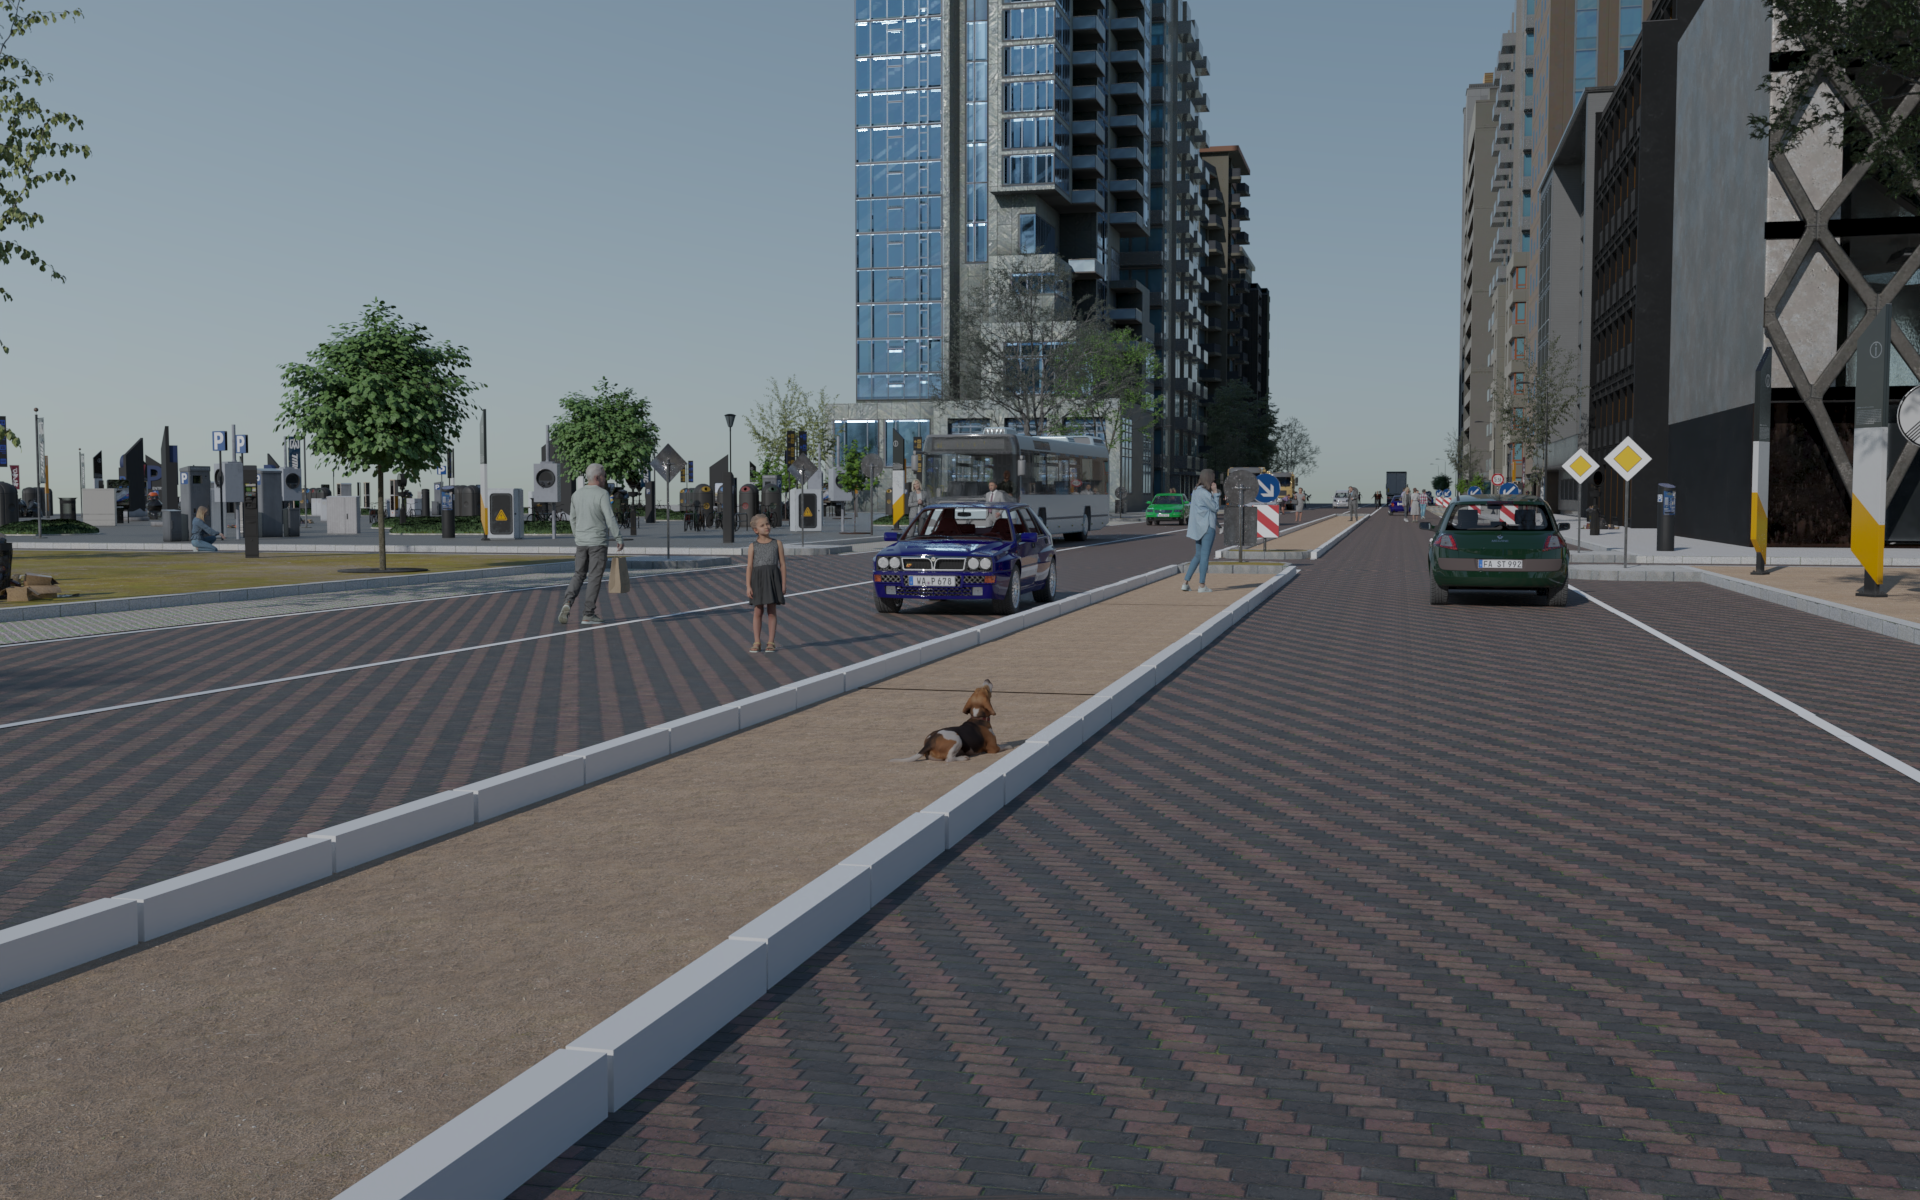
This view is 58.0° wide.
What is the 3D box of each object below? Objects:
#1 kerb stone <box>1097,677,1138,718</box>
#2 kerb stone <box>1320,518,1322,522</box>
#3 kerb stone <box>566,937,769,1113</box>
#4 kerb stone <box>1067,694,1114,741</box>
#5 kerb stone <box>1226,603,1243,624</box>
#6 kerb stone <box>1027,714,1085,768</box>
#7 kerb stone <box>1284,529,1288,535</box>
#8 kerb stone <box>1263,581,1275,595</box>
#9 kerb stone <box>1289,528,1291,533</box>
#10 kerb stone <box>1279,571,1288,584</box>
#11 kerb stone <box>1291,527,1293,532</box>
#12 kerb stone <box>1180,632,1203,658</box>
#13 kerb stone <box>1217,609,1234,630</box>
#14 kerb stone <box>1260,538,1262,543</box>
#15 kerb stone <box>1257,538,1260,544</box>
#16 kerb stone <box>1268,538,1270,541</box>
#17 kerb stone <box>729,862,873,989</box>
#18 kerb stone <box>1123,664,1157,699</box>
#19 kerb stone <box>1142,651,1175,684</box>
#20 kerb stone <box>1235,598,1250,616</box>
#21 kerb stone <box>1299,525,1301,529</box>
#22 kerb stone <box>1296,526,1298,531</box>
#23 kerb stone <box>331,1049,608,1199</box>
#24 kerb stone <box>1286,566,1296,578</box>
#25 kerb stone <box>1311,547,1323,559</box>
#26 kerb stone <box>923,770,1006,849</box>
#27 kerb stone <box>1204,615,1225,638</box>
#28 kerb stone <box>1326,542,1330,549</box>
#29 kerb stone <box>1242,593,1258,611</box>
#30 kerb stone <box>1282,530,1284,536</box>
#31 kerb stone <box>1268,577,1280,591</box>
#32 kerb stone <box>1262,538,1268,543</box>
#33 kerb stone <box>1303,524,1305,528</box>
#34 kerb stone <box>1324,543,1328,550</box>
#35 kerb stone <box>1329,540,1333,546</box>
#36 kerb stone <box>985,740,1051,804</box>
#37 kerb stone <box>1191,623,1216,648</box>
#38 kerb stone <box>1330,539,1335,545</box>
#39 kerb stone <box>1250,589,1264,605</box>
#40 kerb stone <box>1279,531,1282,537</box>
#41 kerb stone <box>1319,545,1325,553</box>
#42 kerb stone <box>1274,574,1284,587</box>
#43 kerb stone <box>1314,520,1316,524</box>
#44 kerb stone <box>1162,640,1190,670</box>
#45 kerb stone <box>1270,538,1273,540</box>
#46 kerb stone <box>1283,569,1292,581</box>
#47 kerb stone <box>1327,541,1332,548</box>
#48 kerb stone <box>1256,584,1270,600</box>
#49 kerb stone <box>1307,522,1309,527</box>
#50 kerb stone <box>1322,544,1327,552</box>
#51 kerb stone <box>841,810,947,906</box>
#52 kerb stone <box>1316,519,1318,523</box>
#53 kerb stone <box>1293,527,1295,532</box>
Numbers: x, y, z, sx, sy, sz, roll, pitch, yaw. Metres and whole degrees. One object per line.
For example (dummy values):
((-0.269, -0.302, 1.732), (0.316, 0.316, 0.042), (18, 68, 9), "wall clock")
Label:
((1.028, 0.656, 11.472), (0.120, 0.150, 1.000), (1, 4, 14), "kerb stone")
((17.752, -3.900, 86.044), (0.120, 0.150, 1.000), (1, 4, 14), "kerb stone")
((-0.737, 1.085, 4.505), (0.120, 0.150, 1.000), (1, 4, 14), "kerb stone")
((0.775, 0.718, 10.480), (0.120, 0.150, 1.000), (1, 4, 14), "kerb stone")
((3.046, 0.169, 19.434), (0.120, 0.150, 1.000), (1, 4, 14), "kerb stone")
((0.522, 0.778, 9.478), (0.120, 0.150, 1.000), (1, 4, 14), "kerb stone")
((11.208, -2.325, 60.208), (0.120, 0.150, 1.000), (1, 4, 14), "kerb stone")
((4.301, -0.135, 24.405), (0.120, 0.150, 1.000), (1, 4, 14), "kerb stone")
((11.707, -2.446, 62.193), (0.120, 0.150, 1.000), (1, 4, 14), "kerb stone")
((5.059, -0.317, 27.385), (0.120, 0.150, 1.000), (1, 4, 14), "kerb stone")
((11.962, -2.508, 63.194), (0.120, 0.150, 1.000), (1, 4, 14), "kerb stone")
((2.031, 0.420, 15.456), (0.120, 0.150, 1.000), (1, 4, 14), "kerb stone")
((2.786, 0.234, 18.435), (0.120, 0.150, 1.000), (1, 4, 14), "kerb stone")
((8.430, -1.655, 49.274), (0.120, 0.150, 1.000), (1, 4, 14), "kerb stone")
((8.188, -1.595, 48.280), (0.120, 0.150, 1.000), (1, 4, 14), "kerb stone")
((9.186, -1.837, 52.250), (0.120, 0.150, 1.000), (1, 4, 14), "kerb stone")
((-0.490, 1.021, 5.497), (0.120, 0.150, 1.000), (1, 4, 14), "kerb stone")
((1.274, 0.600, 12.469), (0.120, 0.150, 1.000), (1, 4, 14), "kerb stone")
((1.532, 0.534, 13.465), (0.120, 0.150, 1.000), (1, 4, 14), "kerb stone")
((3.294, 0.109, 20.437), (0.120, 0.150, 1.000), (1, 4, 14), "kerb stone")
((13.218, -2.811, 68.165), (0.120, 0.150, 1.000), (1, 4, 14), "kerb stone")
((12.715, -2.690, 66.176), (0.120, 0.150, 1.000), (1, 4, 14), "kerb stone")
((-0.991, 1.143, 3.510), (0.120, 0.150, 1.000), (1, 4, 14), "kerb stone")
((5.560, -0.439, 29.374), (0.120, 0.150, 1.000), (1, 4, 14), "kerb stone")
((8.207, -1.077, 39.808), (0.120, 0.150, 1.000), (1, 4, 14), "kerb stone")
((0.019, 0.900, 7.478), (0.120, 0.150, 1.000), (1, 4, 14), "kerb stone")
((2.538, 0.291, 17.439), (0.120, 0.150, 1.000), (1, 4, 14), "kerb stone")
((9.203, -1.317, 43.796), (0.120, 0.150, 1.000), (1, 4, 14), "kerb stone")
((3.551, 0.047, 21.426), (0.120, 0.150, 1.000), (1, 4, 14), "kerb stone")
((10.696, -2.203, 58.218), (0.120, 0.150, 1.000), (1, 4, 14), "kerb stone")
((4.557, -0.196, 25.395), (0.120, 0.150, 1.000), (1, 4, 14), "kerb stone")
((8.935, -1.772, 51.258), (0.120, 0.150, 1.000), (1, 4, 14), "kerb stone")
((13.975, -2.994, 71.140), (0.120, 0.150, 1.000), (1, 4, 14), "kerb stone")
((8.958, -1.257, 42.798), (0.120, 0.150, 1.000), (1, 4, 14), "kerb stone")
((9.719, -1.442, 45.777), (0.120, 0.150, 1.000), (1, 4, 14), "kerb stone")
((0.274, 0.843, 8.474), (0.120, 0.150, 1.000), (1, 4, 14), "kerb stone")
((2.291, 0.352, 16.445), (0.120, 0.150, 1.000), (1, 4, 14), "kerb stone")
((9.972, -1.497, 46.768), (0.120, 0.150, 1.000), (1, 4, 14), "kerb stone")
((3.800, -0.012, 22.418), (0.120, 0.150, 1.000), (1, 4, 14), "kerb stone")
((10.453, -2.142, 57.225), (0.120, 0.150, 1.000), (1, 4, 14), "kerb stone")
((8.455, -1.136, 40.803), (0.120, 0.150, 1.000), (1, 4, 14), "kerb stone")
((4.807, -0.256, 26.393), (0.120, 0.150, 1.000), (1, 4, 14), "kerb stone")
((16.247, -3.538, 80.092), (0.120, 0.150, 1.000), (1, 4, 14), "kerb stone")
((1.781, 0.475, 14.457), (0.120, 0.150, 1.000), (1, 4, 14), "kerb stone")
((9.438, -1.899, 53.249), (0.120, 0.150, 1.000), (1, 4, 14), "kerb stone")
((5.313, -0.373, 28.382), (0.120, 0.150, 1.000), (1, 4, 14), "kerb stone")
((9.465, -1.382, 44.787), (0.120, 0.150, 1.000), (1, 4, 14), "kerb stone")
((4.053, -0.074, 23.408), (0.120, 0.150, 1.000), (1, 4, 14), "kerb stone")
((14.729, -3.173, 74.123), (0.120, 0.150, 1.000), (1, 4, 14), "kerb stone")
((8.711, -1.196, 41.800), (0.120, 0.150, 1.000), (1, 4, 14), "kerb stone")
((-0.242, 0.962, 6.489), (0.120, 0.150, 1.000), (1, 4, 14), "kerb stone")
((16.744, -3.660, 82.074), (0.120, 0.150, 1.000), (1, 4, 14), "kerb stone")
((12.217, -2.569, 64.192), (0.120, 0.150, 1.000), (1, 4, 14), "kerb stone")
